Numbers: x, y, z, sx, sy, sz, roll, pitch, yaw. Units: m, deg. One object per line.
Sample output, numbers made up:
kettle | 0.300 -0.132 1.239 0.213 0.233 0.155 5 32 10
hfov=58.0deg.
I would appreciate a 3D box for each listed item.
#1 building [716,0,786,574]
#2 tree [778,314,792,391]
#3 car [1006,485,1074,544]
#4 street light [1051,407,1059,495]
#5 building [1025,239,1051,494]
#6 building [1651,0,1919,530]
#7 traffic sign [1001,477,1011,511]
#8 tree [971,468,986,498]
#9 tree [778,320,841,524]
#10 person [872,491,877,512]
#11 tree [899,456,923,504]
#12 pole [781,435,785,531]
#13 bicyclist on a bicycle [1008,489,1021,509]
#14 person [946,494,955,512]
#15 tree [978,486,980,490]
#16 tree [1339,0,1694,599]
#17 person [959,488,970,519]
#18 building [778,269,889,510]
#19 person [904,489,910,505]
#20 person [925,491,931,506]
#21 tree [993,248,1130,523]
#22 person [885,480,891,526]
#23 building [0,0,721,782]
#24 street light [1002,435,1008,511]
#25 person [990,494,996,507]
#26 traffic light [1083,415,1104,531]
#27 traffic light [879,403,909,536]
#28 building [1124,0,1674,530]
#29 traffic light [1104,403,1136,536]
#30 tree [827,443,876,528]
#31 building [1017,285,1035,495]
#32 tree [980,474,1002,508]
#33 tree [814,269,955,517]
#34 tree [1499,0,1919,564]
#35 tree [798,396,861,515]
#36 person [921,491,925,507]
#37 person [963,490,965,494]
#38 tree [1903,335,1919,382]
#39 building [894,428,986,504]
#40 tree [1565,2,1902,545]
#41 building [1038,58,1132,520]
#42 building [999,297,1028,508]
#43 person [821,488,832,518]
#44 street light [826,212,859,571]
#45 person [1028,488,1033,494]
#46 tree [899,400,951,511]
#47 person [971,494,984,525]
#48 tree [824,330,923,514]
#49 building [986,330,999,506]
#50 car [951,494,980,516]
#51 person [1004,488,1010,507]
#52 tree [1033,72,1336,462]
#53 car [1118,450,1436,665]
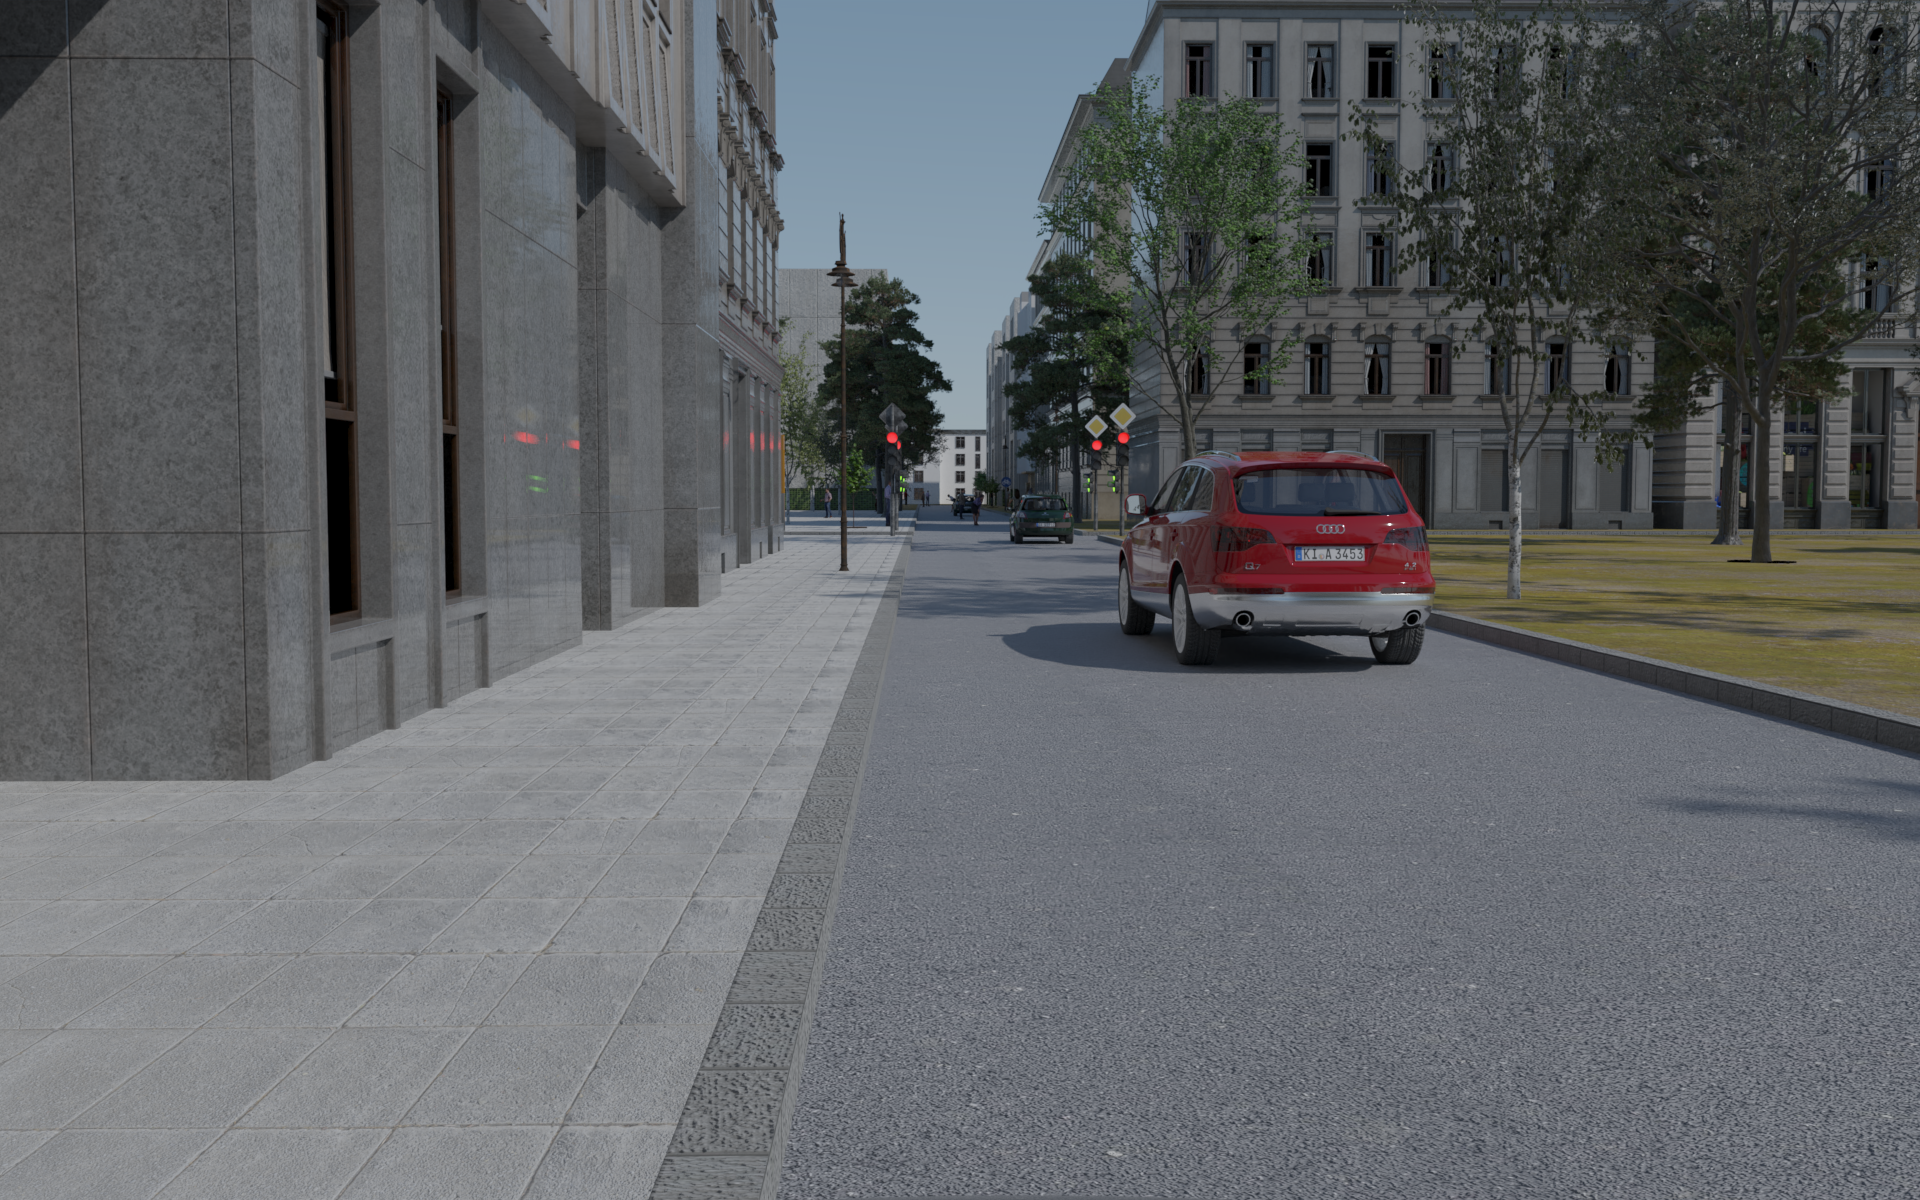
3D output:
building | -8.538 -11.072 30.175 9.793 20.994 18.267 0 4 -1
tree | -11.944 -10.716 82.632 7.806 13.903 7.818 0 3 0
car | 2.389 -2.533 51.196 2.009 1.686 4.222 0 4 -1
street light | 4.667 -6.792 83.831 0.468 5.910 1.993 0 4 -1
building | 11.106 -17.706 125.653 11.583 22.565 21.152 0 4 -1
building | 35.238 -14.551 66.790 19.941 23.489 11.050 0 4 -1
traffic sign | 3.407 -7.789 127.456 0.768 2.556 0.104 0 4 2
tree | 3.120 -14.064 213.658 4.285 4.588 4.351 0 3 0
tree | -7.347 -7.525 73.390 4.737 8.622 4.395 0 3 0
person | -6.094 -7.263 126.247 0.566 1.644 0.517 3 5 39
tree | -6.620 -15.246 199.637 4.360 8.622 3.978 0 3 0
pole | -6.122 -4.023 59.613 0.158 3.312 0.155 0 3 0
bicyclist on a bicycle | 2.181 -3.423 65.991 1.499 1.676 1.625 0 4 0
person | -0.642 -7.558 135.257 0.799 1.438 0.628 -1 4 -14
tree | 2.749 -11.747 186.658 1.663 3.219 1.824 0 3 0
tree | 6.691 -4.304 20.735 4.360 8.622 3.978 0 3 0
person | 0.293 -5.481 98.640 0.750 1.759 0.617 0 4 1
building | -14.416 -17.449 151.745 16.747 18.905 31.486 0 4 -1
person | -6.242 -11.993 202.085 0.705 1.831 1.348 -2 4 -27
person | -3.672 -11.850 202.118 0.709 1.838 0.599 3 5 41
tree | 5.119 -9.430 76.228 6.751 12.117 7.091 0 3 0
person | -2.673 -3.839 68.682 0.599 1.838 0.709 0 4 5
building | -8.791 -11.802 10.985 12.078 24.808 19.932 0 4 -1
street light | 3.530 -9.899 134.633 0.468 5.910 1.993 0 4 -1
person | 3.290 -10.400 176.096 0.705 1.822 1.348 -2 4 -25
traffic light | 4.752 -4.375 60.776 0.839 4.213 0.868 0 4 -1
traffic light | -2.032 -3.876 52.625 0.839 4.213 0.868 0 4 -1
building | 15.868 -13.267 66.059 18.267 20.994 9.793 0 4 -1
traffic light | 4.927 -3.887 52.793 0.839 4.213 0.868 0 4 -1
tree | -3.888 -4.310 65.069 1.663 3.219 1.824 0 3 0
building | 12.836 -17.525 142.953 16.016 20.091 11.380 0 4 -1
tree | 3.053 -10.190 161.205 1.663 3.219 1.824 0 3 0
tree | -4.197 -11.572 96.628 7.806 13.903 7.818 0 3 0
tree | 14.824 -7.427 31.806 12.009 13.543 11.850 0 3 0
tree | -8.973 -10.370 119.913 4.360 8.622 3.978 0 3 0
person | -4.056 -11.081 190.228 0.434 1.755 0.990 0 4 -3
person | 0.443 -9.700 167.080 0.705 1.826 1.348 -3 4 -37
tree | 30.174 -6.955 48.126 7.601 10.594 8.767 0 4 6
building | -2.659 -17.326 225.428 28.070 9.664 9.099 0 4 -1
tree | 19.276 -8.315 43.380 7.806 13.903 7.818 0 3 0
building | 13.502 -16.313 100.000 16.112 22.955 30.059 0 4 -1
building | 13.061 -18.222 164.393 16.747 18.905 31.486 0 4 -1
person | -7.059 -5.141 92.063 0.435 1.587 0.963 -3 5 -40
street light | -1.935 -3.421 28.721 0.468 5.910 1.993 0 4 -1
person | 5.218 -7.374 127.276 0.621 1.740 0.551 1 4 10
tree | -4.161 -11.981 130.301 7.601 10.594 8.767 0 4 3
person | 0.823 -4.107 78.876 0.697 1.427 0.421 3 4 39
tree | -5.263 -11.612 111.906 6.751 12.117 7.091 0 3 0
building | 11.909 -20.143 195.803 16.747 18.905 31.486 0 4 -1
car | 0.420 -6.384 114.158 2.009 1.686 4.222 0 4 -1
person | 4.007 -8.556 145.934 0.705 1.824 1.348 -1 4 -14
tree | 5.650 -7.170 42.982 9.928 11.665 9.643 0 3 0
car | 2.756 -0.454 16.098 2.281 1.827 5.304 0 4 -3
